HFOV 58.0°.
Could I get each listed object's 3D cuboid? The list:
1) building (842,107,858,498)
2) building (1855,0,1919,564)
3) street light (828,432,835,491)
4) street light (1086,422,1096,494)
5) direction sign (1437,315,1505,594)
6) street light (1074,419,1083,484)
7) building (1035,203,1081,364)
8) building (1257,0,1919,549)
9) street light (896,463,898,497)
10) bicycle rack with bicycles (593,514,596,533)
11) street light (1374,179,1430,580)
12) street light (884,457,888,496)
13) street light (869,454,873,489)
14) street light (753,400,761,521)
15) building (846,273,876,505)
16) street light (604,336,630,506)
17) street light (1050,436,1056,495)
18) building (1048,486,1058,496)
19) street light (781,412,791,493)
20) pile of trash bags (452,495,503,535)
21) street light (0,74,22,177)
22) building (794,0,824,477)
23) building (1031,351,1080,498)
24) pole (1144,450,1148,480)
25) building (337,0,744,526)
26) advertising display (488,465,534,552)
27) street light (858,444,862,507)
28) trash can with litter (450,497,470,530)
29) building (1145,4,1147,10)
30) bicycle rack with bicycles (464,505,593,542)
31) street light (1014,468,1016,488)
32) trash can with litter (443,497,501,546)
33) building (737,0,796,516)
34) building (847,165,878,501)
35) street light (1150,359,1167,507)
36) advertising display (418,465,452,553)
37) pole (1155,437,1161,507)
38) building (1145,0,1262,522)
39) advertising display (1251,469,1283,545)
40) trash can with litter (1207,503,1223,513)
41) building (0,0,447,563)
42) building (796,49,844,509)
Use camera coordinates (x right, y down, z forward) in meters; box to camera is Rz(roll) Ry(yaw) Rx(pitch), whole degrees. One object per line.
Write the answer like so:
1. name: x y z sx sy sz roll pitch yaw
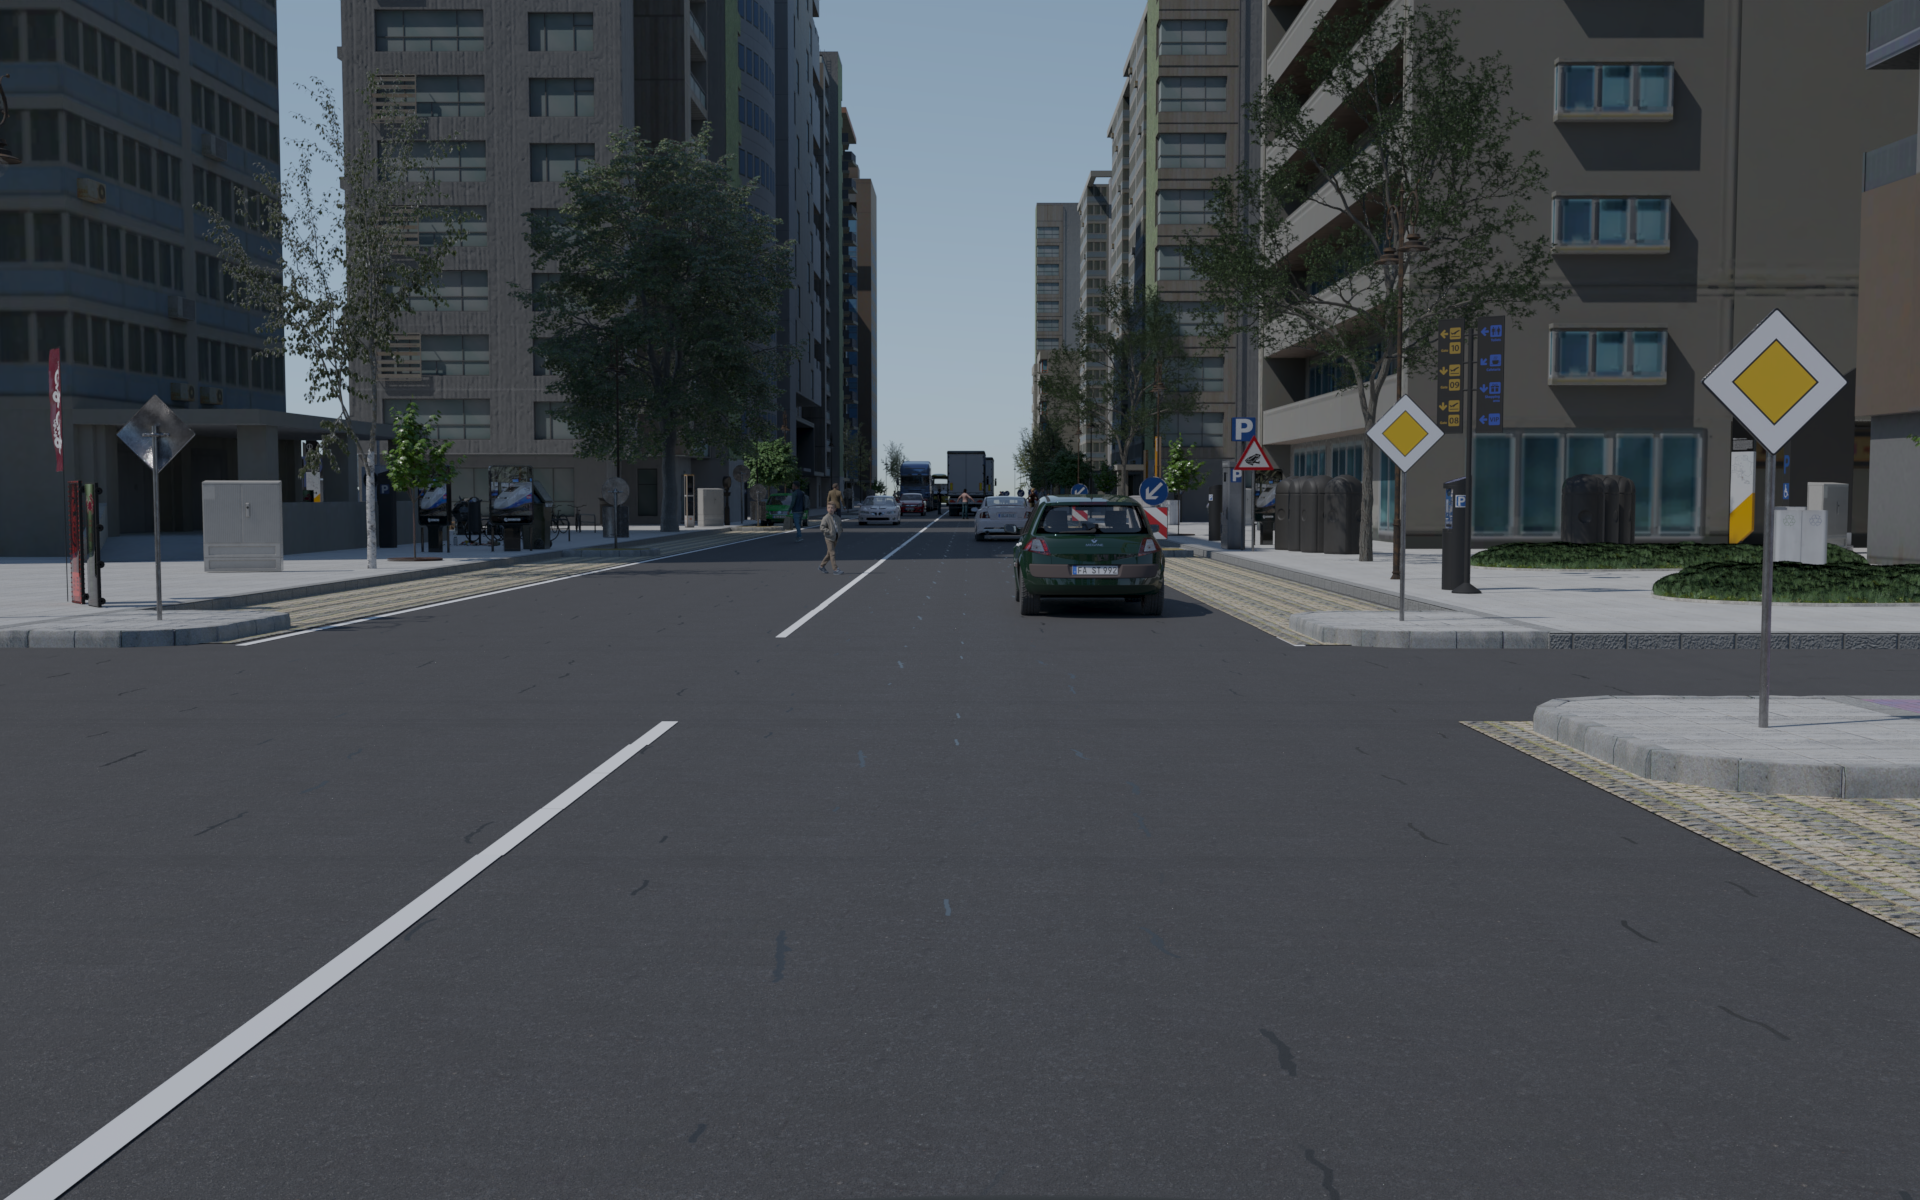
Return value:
1. building: -22.904 -32.904 192.597 22.147 44.769 28.867 0 4 0
2. building: 23.341 -22.829 23.369 14.200 45.320 14.600 0 4 0
3. street light: -9.507 -9.503 128.164 0.468 5.910 1.993 0 4 0
4. street light: 6.954 -7.284 91.886 0.468 5.910 1.993 0 4 0
5. direction sign: 6.550 -1.853 22.291 0.876 3.537 0.379 3 5 39
6. street light: 6.998 -7.913 102.160 0.468 5.910 1.993 0 4 0
7. building: 17.524 -34.319 244.710 14.154 41.232 14.086 0 4 0
8. building: 21.092 -26.031 49.310 21.300 48.544 21.600 0 4 0
9. street light: -8.758 -16.493 242.454 0.468 5.910 1.993 0 4 0
10. bicycle rack with bicycles: -13.306 -2.695 57.441 2.852 0.926 2.925 -2 4 -27
11. street light: 6.557 -3.246 25.855 0.468 5.910 1.993 0 4 0
12. street light: -8.951 -14.505 209.938 0.468 5.910 1.993 0 4 0
13. street light: -9.140 -12.516 177.421 0.468 5.910 1.993 0 4 0
14. street light: -9.750 -6.754 83.215 0.468 5.910 1.993 0 4 0
15. building: -27.066 -32.294 219.890 32.217 40.220 23.993 0 4 0
16. street light: -10.016 -4.765 50.700 0.468 5.910 1.993 0 4 0
17. street light: 7.239 -9.915 134.895 0.468 5.910 1.993 0 4 0
18. building: 26.303 -30.863 196.485 32.217 40.220 23.993 0 4 0
19. street light: -9.636 -7.512 95.610 0.468 5.910 1.993 0 4 0
20. pile of trash bags: -15.678 -2.759 54.868 3.447 1.369 1.912 0 4 8
21. street light: -10.189 -2.748 17.723 0.468 5.910 1.993 0 4 0
22. building: -25.162 -33.339 134.336 28.713 52.752 27.495 0 4 0
23. building: 23.572 -23.167 223.821 27.650 21.520 28.899 0 4 0
24. pole: 8.622 -5.293 80.380 0.158 3.312 0.155 0 3 0
25. building: -17.325 -23.903 74.401 14.154 41.232 14.086 0 4 0
26. advertising display: -10.023 -2.048 38.705 0.974 1.923 0.123 -2 4 -26
27. street light: -9.227 -11.492 160.680 0.468 5.910 1.993 0 4 0
28. trash can with litter: -18.046 -3.097 62.025 1.055 1.170 0.624 1 4 19
29. building: 25.475 -26.773 129.617 32.217 40.220 23.993 0 4 0
30. bicycle rack with bicycles: -12.031 -2.055 46.977 2.925 0.926 2.852 -3 5 -40
31. street light: 7.985 -17.070 251.883 0.468 5.910 1.993 0 4 0
32. trash can with litter: -11.959 -1.955 43.027 1.678 1.210 2.233 -3 5 -45
33. building: -22.046 -34.485 105.836 21.231 58.520 28.212 0 4 0
34. building: -18.734 -36.039 239.352 14.600 45.320 14.200 0 4 0
35. street light: 6.776 -5.286 59.215 0.468 5.910 1.993 0 4 0
36. advertising display: -11.546 -2.010 38.074 0.974 1.923 0.123 2 4 33
37. pole: 7.030 -4.140 61.525 0.158 3.312 0.155 0 3 0
38. building: 16.025 -24.552 85.015 14.154 41.232 14.086 0 4 0
39. advertising display: 7.726 -2.348 43.600 0.974 1.923 0.123 -2 4 -34
40. trash can with litter: 9.571 -3.173 63.271 1.055 1.170 0.624 0 4 -1
41. building: -30.272 -21.268 39.608 32.217 40.220 23.993 0 4 0
42. building: -18.001 -28.856 155.394 14.154 41.232 14.086 0 4 0
